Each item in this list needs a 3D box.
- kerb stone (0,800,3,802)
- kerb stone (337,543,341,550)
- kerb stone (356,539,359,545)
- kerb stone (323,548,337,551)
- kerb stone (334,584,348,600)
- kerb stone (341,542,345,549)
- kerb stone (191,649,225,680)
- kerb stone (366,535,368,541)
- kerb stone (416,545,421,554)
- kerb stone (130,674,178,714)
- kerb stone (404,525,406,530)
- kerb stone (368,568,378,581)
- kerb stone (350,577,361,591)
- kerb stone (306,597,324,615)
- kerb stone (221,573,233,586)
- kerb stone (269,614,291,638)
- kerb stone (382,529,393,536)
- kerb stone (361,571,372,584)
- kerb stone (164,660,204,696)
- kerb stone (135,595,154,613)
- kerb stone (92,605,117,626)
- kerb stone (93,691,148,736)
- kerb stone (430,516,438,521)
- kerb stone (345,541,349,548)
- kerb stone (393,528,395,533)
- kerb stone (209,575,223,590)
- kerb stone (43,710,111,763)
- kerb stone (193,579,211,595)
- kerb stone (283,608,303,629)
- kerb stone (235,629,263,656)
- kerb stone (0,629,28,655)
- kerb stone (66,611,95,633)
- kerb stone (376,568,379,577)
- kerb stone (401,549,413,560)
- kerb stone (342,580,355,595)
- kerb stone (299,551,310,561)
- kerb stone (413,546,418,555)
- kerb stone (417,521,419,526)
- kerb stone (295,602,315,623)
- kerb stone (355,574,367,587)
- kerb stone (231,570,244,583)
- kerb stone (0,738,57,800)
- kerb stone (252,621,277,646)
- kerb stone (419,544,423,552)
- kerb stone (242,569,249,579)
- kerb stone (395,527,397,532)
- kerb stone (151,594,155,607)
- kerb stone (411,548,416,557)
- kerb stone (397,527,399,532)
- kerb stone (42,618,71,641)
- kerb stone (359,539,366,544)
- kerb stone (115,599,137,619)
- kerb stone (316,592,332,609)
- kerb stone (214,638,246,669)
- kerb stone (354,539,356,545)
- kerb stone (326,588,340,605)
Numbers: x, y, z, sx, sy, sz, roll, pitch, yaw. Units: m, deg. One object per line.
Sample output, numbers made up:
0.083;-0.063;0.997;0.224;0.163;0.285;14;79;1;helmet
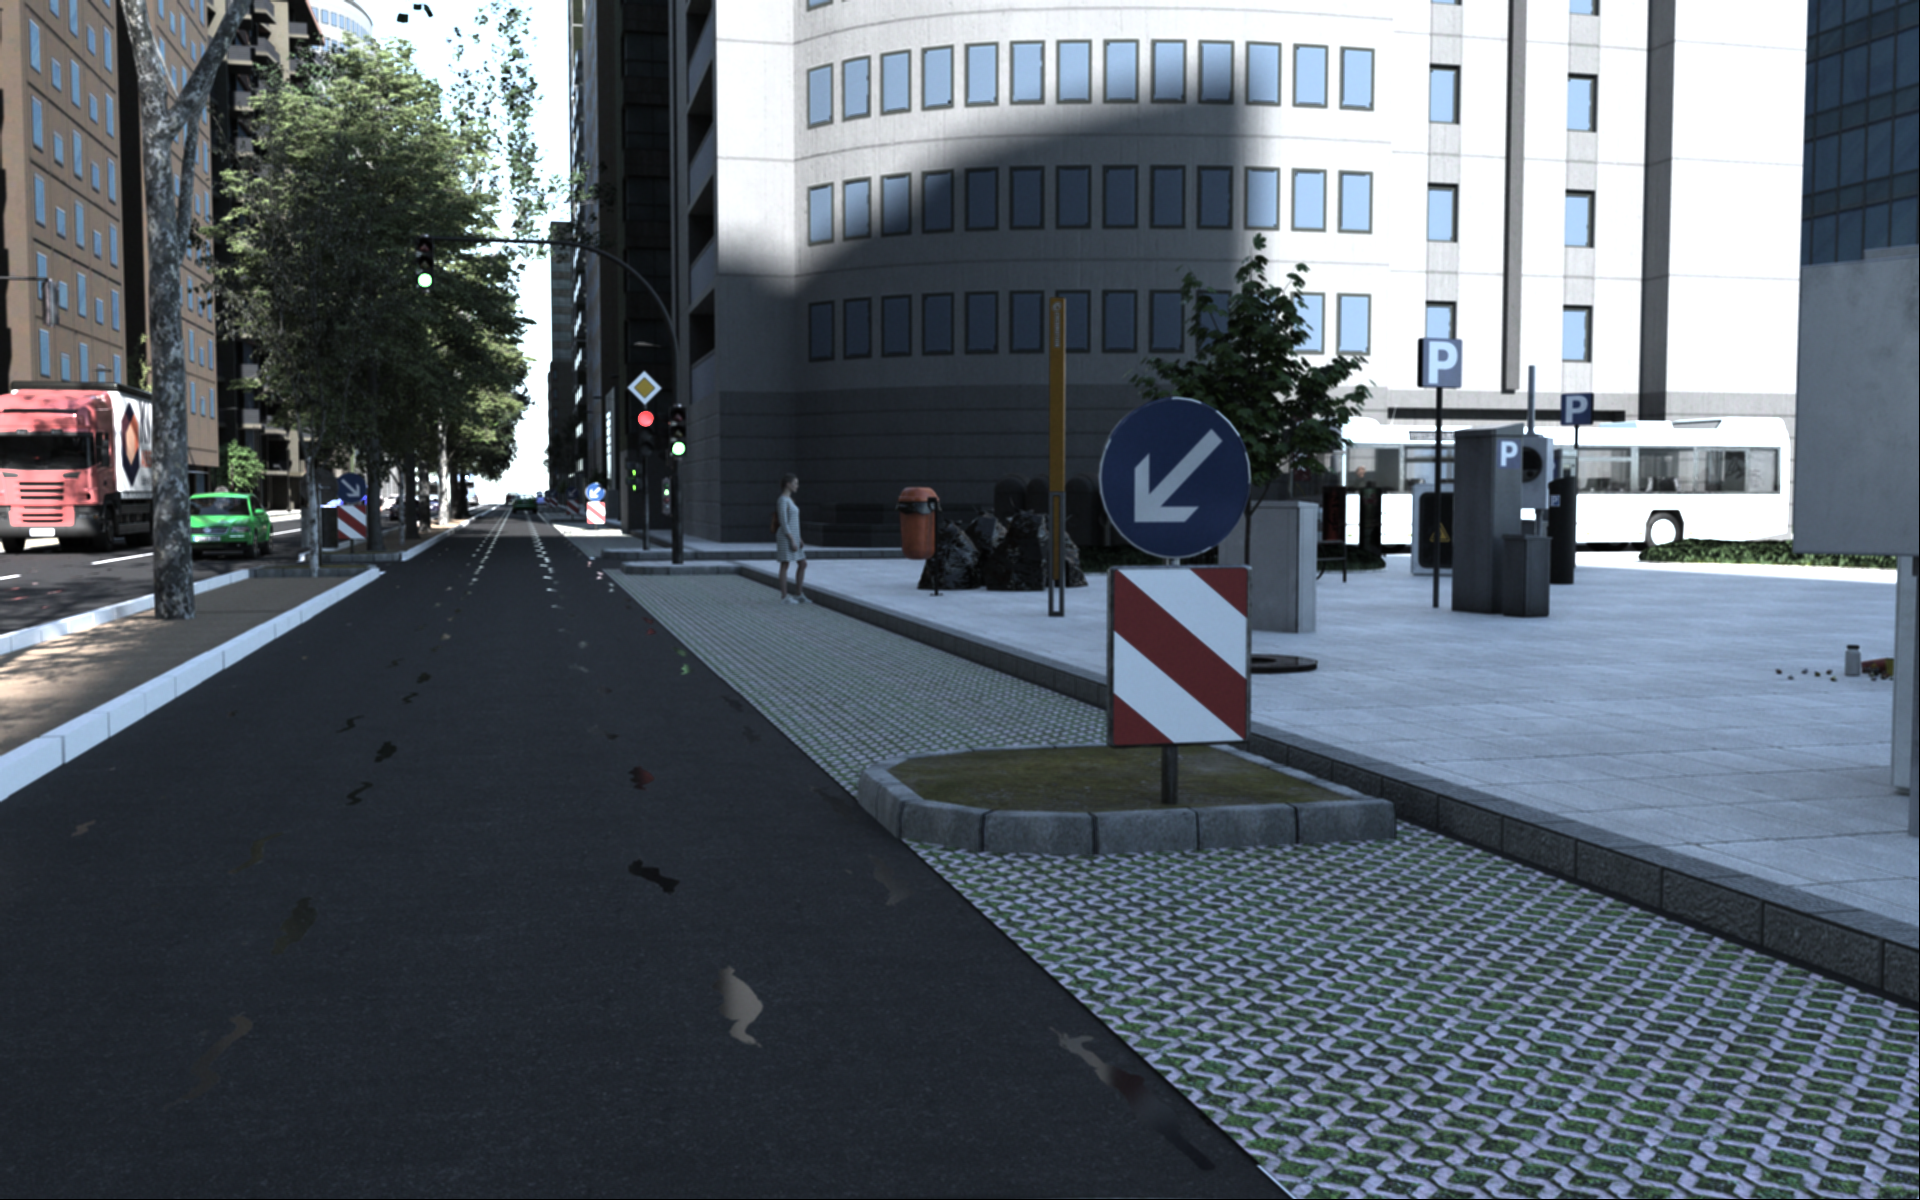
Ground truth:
-4.435;0.887;7.687;0.120;0.150;1.000;-1;4;-14;kerb stone
-15.711;-1.301;43.473;0.120;0.150;1.000;-1;4;-14;kerb stone
-16.976;-1.603;48.427;0.120;0.150;1.000;-1;4;-14;kerb stone
-15.462;-1.237;42.481;0.120;0.150;1.000;-1;4;-14;kerb stone
-8.481;-0.085;23.586;0.120;0.150;1.000;-1;4;-14;kerb stone
-15.964;-1.358;44.463;0.120;0.150;1.000;-1;4;-14;kerb stone
-5.957;0.523;13.646;0.120;0.150;1.000;-1;4;-14;kerb stone
-17.737;-1.781;51.413;0.120;0.150;1.000;-1;4;-14;kerb stone
-12.915;-1.149;40.989;0.120;0.150;1.000;-1;4;-14;kerb stone
-5.446;0.644;11.663;0.120;0.150;1.000;-1;4;-14;kerb stone
-22.039;-2.821;68.321;0.120;0.150;1.000;-1;4;-14;kerb stone
-9.748;-0.389;28.558;0.120;0.150;1.000;-1;4;-14;kerb stone
-8.990;-0.207;25.574;0.120;0.150;1.000;-1;4;-14;kerb stone
-7.722;0.097;20.604;0.120;0.150;1.000;-1;4;-14;kerb stone
-11.537;-0.297;27.044;0.120;0.150;1.000;-1;4;-14;kerb stone
-6.963;0.280;17.633;0.120;0.150;1.000;-1;4;-14;kerb stone
-20.268;-2.393;61.352;0.120;0.150;1.000;-1;4;-14;kerb stone
-9.503;-0.327;27.565;0.120;0.150;1.000;-1;4;-14;kerb stone
-5.699;0.583;12.656;0.120;0.150;1.000;-1;4;-14;kerb stone
-10.015;0.073;21.085;0.120;0.150;1.000;-1;4;-14;kerb stone
-9.501;0.189;19.098;0.120;0.150;1.000;-1;4;-14;kerb stone
-5.190;0.705;10.668;0.120;0.150;1.000;-1;4;-14;kerb stone
-28.875;-4.458;95.130;0.120;0.150;1.000;-1;4;-14;kerb stone
-16.217;-1.422;45.456;0.120;0.150;1.000;-1;4;-14;kerb stone
-20.519;-2.455;62.344;0.120;0.150;1.000;-1;4;-14;kerb stone
-11.276;-0.236;26.055;0.120;0.150;1.000;-1;4;-14;kerb stone
-4.940;0.766;9.676;0.120;0.150;1.000;-1;4;-14;kerb stone
-11.025;-0.174;25.064;0.120;0.150;1.000;-1;4;-14;kerb stone
-7.215;0.218;18.623;0.120;0.150;1.000;-1;4;-14;kerb stone
-6.458;0.401;15.638;0.120;0.150;1.000;-1;4;-14;kerb stone
-8.744;0.372;16.106;0.120;0.150;1.000;-1;4;-14;kerb stone
-9.251;0.251;18.099;0.120;0.150;1.000;-1;4;-14;kerb stone
-10.007;-0.446;29.547;0.120;0.150;1.000;-1;4;-14;kerb stone
-12.160;-0.964;38.008;0.120;0.150;1.000;-1;4;-14;kerb stone
-8.736;-0.146;24.584;0.120;0.150;1.000;-1;4;-14;kerb stone
-14.197;-0.935;37.516;0.120;0.150;1.000;-1;4;-14;kerb stone
-12.665;-1.088;39.989;0.120;0.150;1.000;-1;4;-14;kerb stone
-25.585;-3.670;82.226;0.120;0.150;1.000;-1;4;-14;kerb stone
-7.459;0.158;19.616;0.120;0.150;1.000;-1;4;-14;kerb stone
-9.250;-0.268;26.573;0.120;0.150;1.000;-1;4;-14;kerb stone
-11.782;-0.357;28.040;0.120;0.150;1.000;-1;4;-14;kerb stone
-4.694;0.832;8.678;0.120;0.150;1.000;-1;4;-14;kerb stone
-6.715;0.340;16.632;0.120;0.150;1.000;-1;4;-14;kerb stone
-13.165;-1.210;41.980;0.120;0.150;1.000;-1;4;-14;kerb stone
-12.037;-0.416;29.031;0.120;0.150;1.000;-1;4;-14;kerb stone
-20.772;-2.506;63.341;0.120;0.150;1.000;-1;4;-14;kerb stone
-10.265;0.008;22.083;0.120;0.150;1.000;-1;4;-14;kerb stone
-12.407;-1.020;39.000;0.120;0.150;1.000;-1;4;-14;kerb stone
-21.025;-2.576;64.334;0.120;0.150;1.000;-1;4;-14;kerb stone
-9.003;0.315;17.108;0.120;0.150;1.000;-1;4;-14;kerb stone
-17.481;-1.723;50.417;0.120;0.150;1.000;-1;4;-14;kerb stone
-9.748;0.129;20.090;0.120;0.150;1.000;-1;4;-14;kerb stone
-7.978;0.037;21.594;0.120;0.150;1.000;-1;4;-14;kerb stone
-6.200;0.462;14.639;0.120;0.150;1.000;-1;4;-14;kerb stone
-16.725;-1.544;47.436;0.120;0.150;1.000;-1;4;-14;kerb stone
-8.232;-0.023;22.594;0.120;0.150;1.000;-1;4;-14;kerb stone
